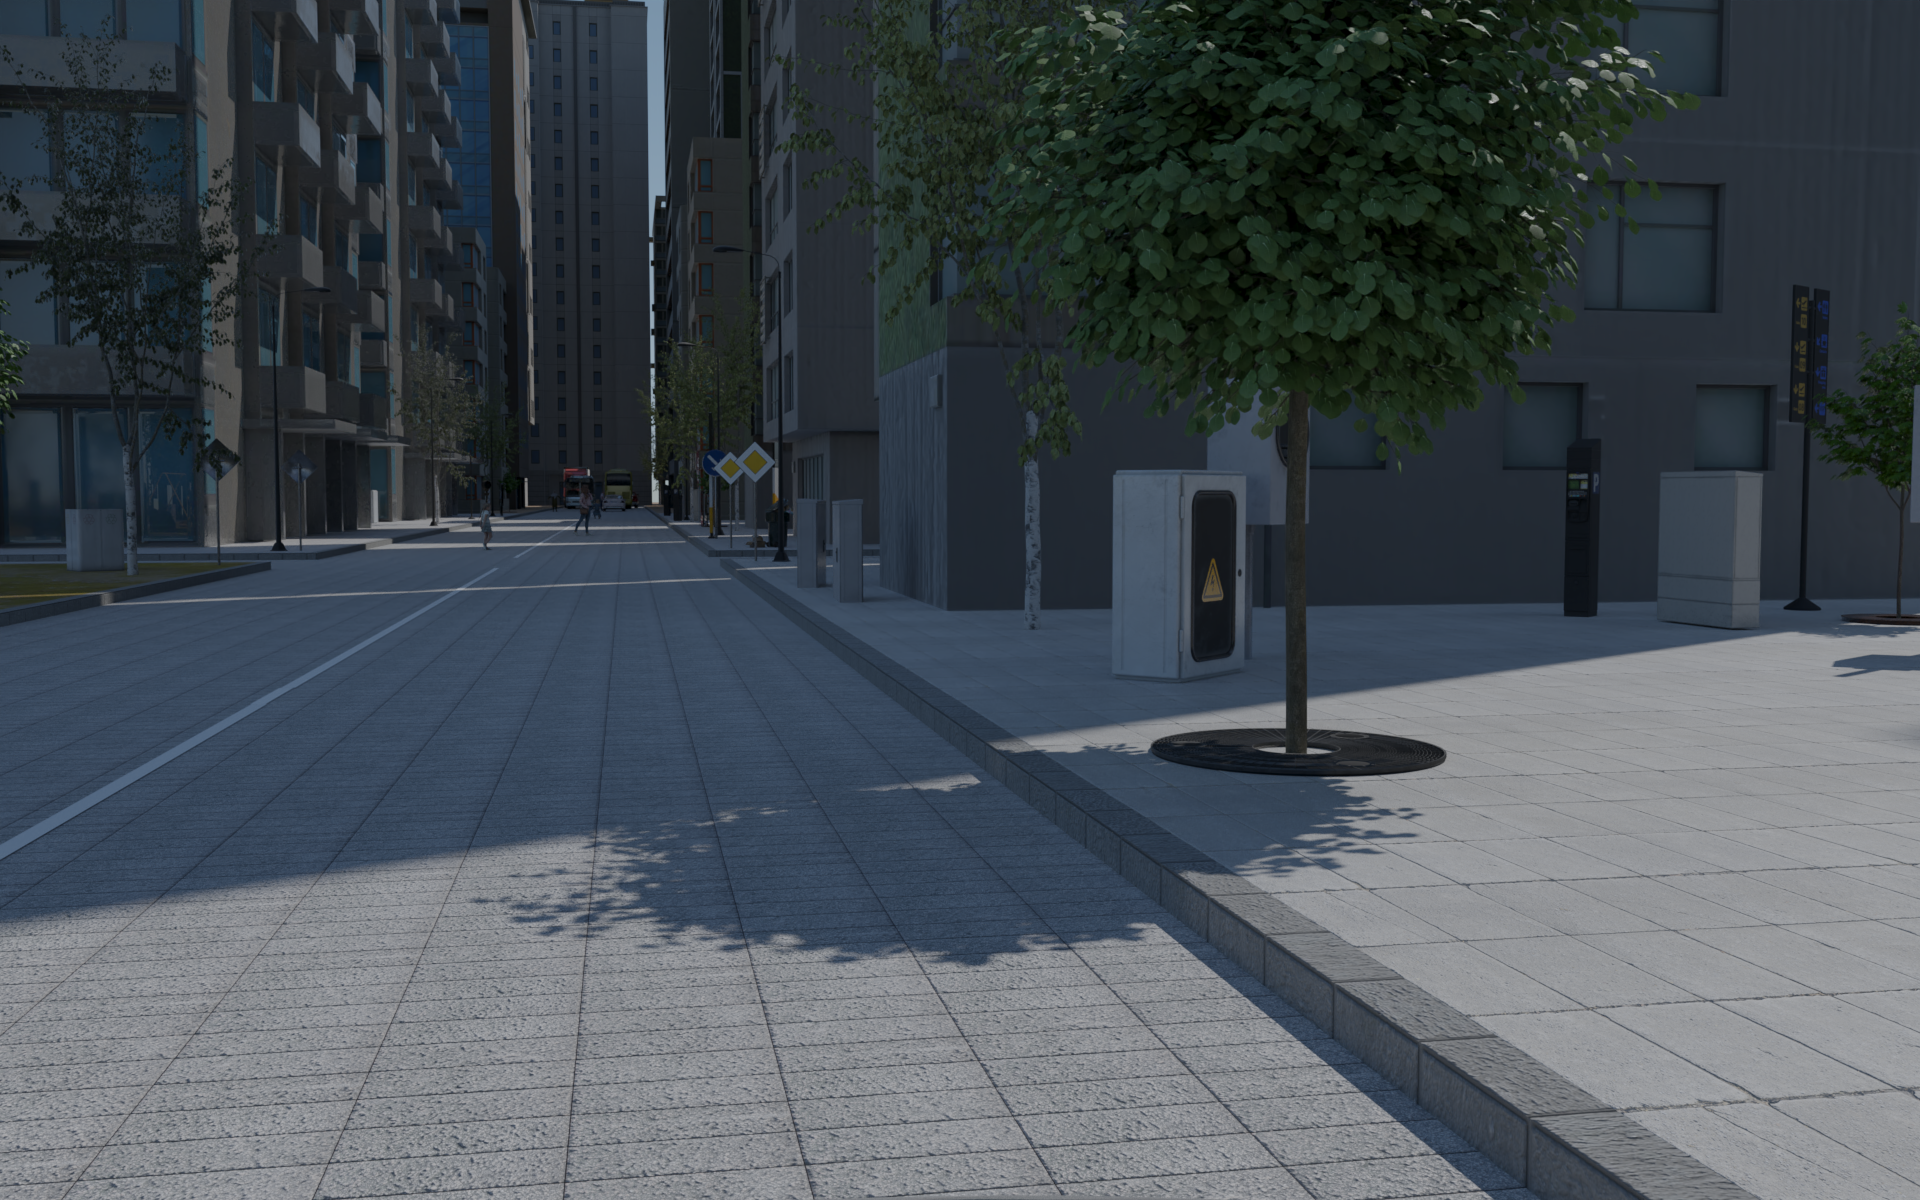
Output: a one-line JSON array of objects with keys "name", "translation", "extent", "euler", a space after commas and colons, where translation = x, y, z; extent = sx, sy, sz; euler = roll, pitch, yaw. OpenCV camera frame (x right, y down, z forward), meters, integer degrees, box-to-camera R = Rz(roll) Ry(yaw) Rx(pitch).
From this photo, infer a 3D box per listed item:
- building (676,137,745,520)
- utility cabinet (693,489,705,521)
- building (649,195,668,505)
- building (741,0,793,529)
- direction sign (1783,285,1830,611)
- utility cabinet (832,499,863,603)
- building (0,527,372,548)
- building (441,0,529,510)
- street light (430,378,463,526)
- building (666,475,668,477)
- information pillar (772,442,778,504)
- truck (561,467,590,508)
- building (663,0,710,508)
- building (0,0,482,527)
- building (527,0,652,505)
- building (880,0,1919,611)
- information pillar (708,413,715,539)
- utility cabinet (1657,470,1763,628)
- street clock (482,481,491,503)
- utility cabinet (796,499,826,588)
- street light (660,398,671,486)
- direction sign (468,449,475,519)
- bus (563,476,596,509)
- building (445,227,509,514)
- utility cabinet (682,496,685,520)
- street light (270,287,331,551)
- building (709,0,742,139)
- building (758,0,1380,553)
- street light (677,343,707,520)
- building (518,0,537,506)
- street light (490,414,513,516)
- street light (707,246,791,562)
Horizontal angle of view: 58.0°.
[{"name": "building", "translation": [-2.037, -15.646, 100.854], "extent": [27.650, 21.520, 28.899], "euler": [-1, 4, -11]}, {"name": "utility cabinet", "translation": [-12.275, -4.470, 81.766], "extent": [0.318, 1.500, 1.173], "euler": [1, 4, 16]}, {"name": "building", "translation": [-26.037, -31.973, 214.631], "extent": [23.993, 40.220, 32.217], "euler": [-1, 4, -11]}, {"name": "building", "translation": [-1.961, -18.282, 70.608], "extent": [14.160, 30.474, 14.107], "euler": [-1, 4, -11]}, {"name": "direction sign", "translation": [9.336, -1.657, 19.093], "extent": [0.876, 3.537, 0.379], "euler": [-3, 5, -41]}, {"name": "utility cabinet", "translation": [-1.368, -0.598, 20.940], "extent": [0.306, 1.237, 1.020], "euler": [-1, 4, -9]}, {"name": "building", "translation": [-29.965, -26.380, 50.916], "extent": [23.786, 49.044, 30.456], "euler": [-1, 4, -11]}, {"name": "building", "translation": [-44.141, -30.337, 146.121], "extent": [14.600, 45.320, 14.200], "euler": [-1, 4, -11]}, {"name": "street light", "translation": [-20.531, -5.914, 69.232], "extent": [1.470, 5.913, 1.316], "euler": [-1, 4, -11]}, {"name": "building", "translation": [-17.621, -33.954, 174.755], "extent": [23.786, 49.044, 30.456], "euler": [-1, 4, -11]}, {"name": "information pillar", "translation": [-5.757, -3.878, 54.757], "extent": [0.183, 3.616, 0.504], "euler": [2, 4, 26]}, {"name": "truck", "translation": [-40.054, -11.747, 180.982], "extent": [2.839, 4.237, 11.283], "euler": [-1, 4, -11]}, {"name": "building", "translation": [-14.282, -32.124, 148.937], "extent": [21.300, 48.544, 21.600], "euler": [-1, 4, -11]}, {"name": "building", "translation": [-37.755, -28.679, 88.508], "extent": [23.786, 49.044, 30.456], "euler": [-1, 4, -11]}, {"name": "building", "translation": [-51.001, -40.515, 204.425], "extent": [28.212, 58.520, 21.231], "euler": [-1, 4, -11]}, {"name": "building", "translation": [5.459, -20.927, 25.756], "extent": [14.154, 41.232, 14.086], "euler": [-1, 4, -11]}, {"name": "information pillar", "translation": [-7.178, -3.591, 50.063], "extent": [0.183, 3.616, 0.504], "euler": [0, 4, -1]}, {"name": "utility cabinet", "translation": [7.283, -0.499, 16.836], "extent": [0.318, 1.500, 1.173], "euler": [-1, 4, -12]}, {"name": "street clock", "translation": [-25.330, -5.389, 92.684], "extent": [0.358, 2.002, 0.471], "euler": [3, 4, 39]}, {"name": "utility cabinet", "translation": [-2.055, -0.792, 24.116], "extent": [0.306, 1.237, 1.020], "euler": [0, 4, 2]}, {"name": "street light", "translation": [-13.833, -6.822, 84.086], "extent": [1.470, 5.913, 1.316], "euler": [-1, 4, -11]}, {"name": "direction sign", "translation": [-24.888, -5.882, 88.165], "extent": [0.379, 3.537, 0.876], "euler": [-1, 4, -19]}, {"name": "bus", "translation": [-36.680, -10.559, 167.506], "extent": [2.948, 3.499, 13.247], "euler": [-1, 4, -11]}, {"name": "building", "translation": [-47.652, -17.068, 124.107], "extent": [27.650, 21.520, 28.899], "euler": [-1, 4, -11]}, {"name": "utility cabinet", "translation": [-14.049, -4.627, 86.816], "extent": [0.306, 1.237, 1.020], "euler": [-2, 4, -23]}, {"name": "street light", "translation": [-14.796, -4.058, 38.894], "extent": [1.470, 5.913, 1.316], "euler": [-1, 4, -11]}, {"name": "building", "translation": [-9.824, -42.135, 127.164], "extent": [20.563, 71.187, 20.611], "euler": [-1, 4, -11]}, {"name": "building", "translation": [1.961, -22.233, 47.101], "extent": [14.086, 41.232, 14.154], "euler": [-1, 4, -11]}, {"name": "street light", "translation": [-7.976, -4.942, 53.344], "extent": [1.470, 5.913, 1.316], "euler": [-1, 4, -11]}, {"name": "building", "translation": [-55.848, -35.469, 169.152], "extent": [27.495, 52.752, 28.713], "euler": [-1, 4, -11]}, {"name": "street light", "translation": [-26.450, -7.791, 99.923], "extent": [1.470, 5.913, 1.316], "euler": [-1, 4, -11]}, {"name": "street light", "translation": [-3.931, -3.677, 32.665], "extent": [1.470, 5.913, 1.316], "euler": [-1, 4, -11]}]
